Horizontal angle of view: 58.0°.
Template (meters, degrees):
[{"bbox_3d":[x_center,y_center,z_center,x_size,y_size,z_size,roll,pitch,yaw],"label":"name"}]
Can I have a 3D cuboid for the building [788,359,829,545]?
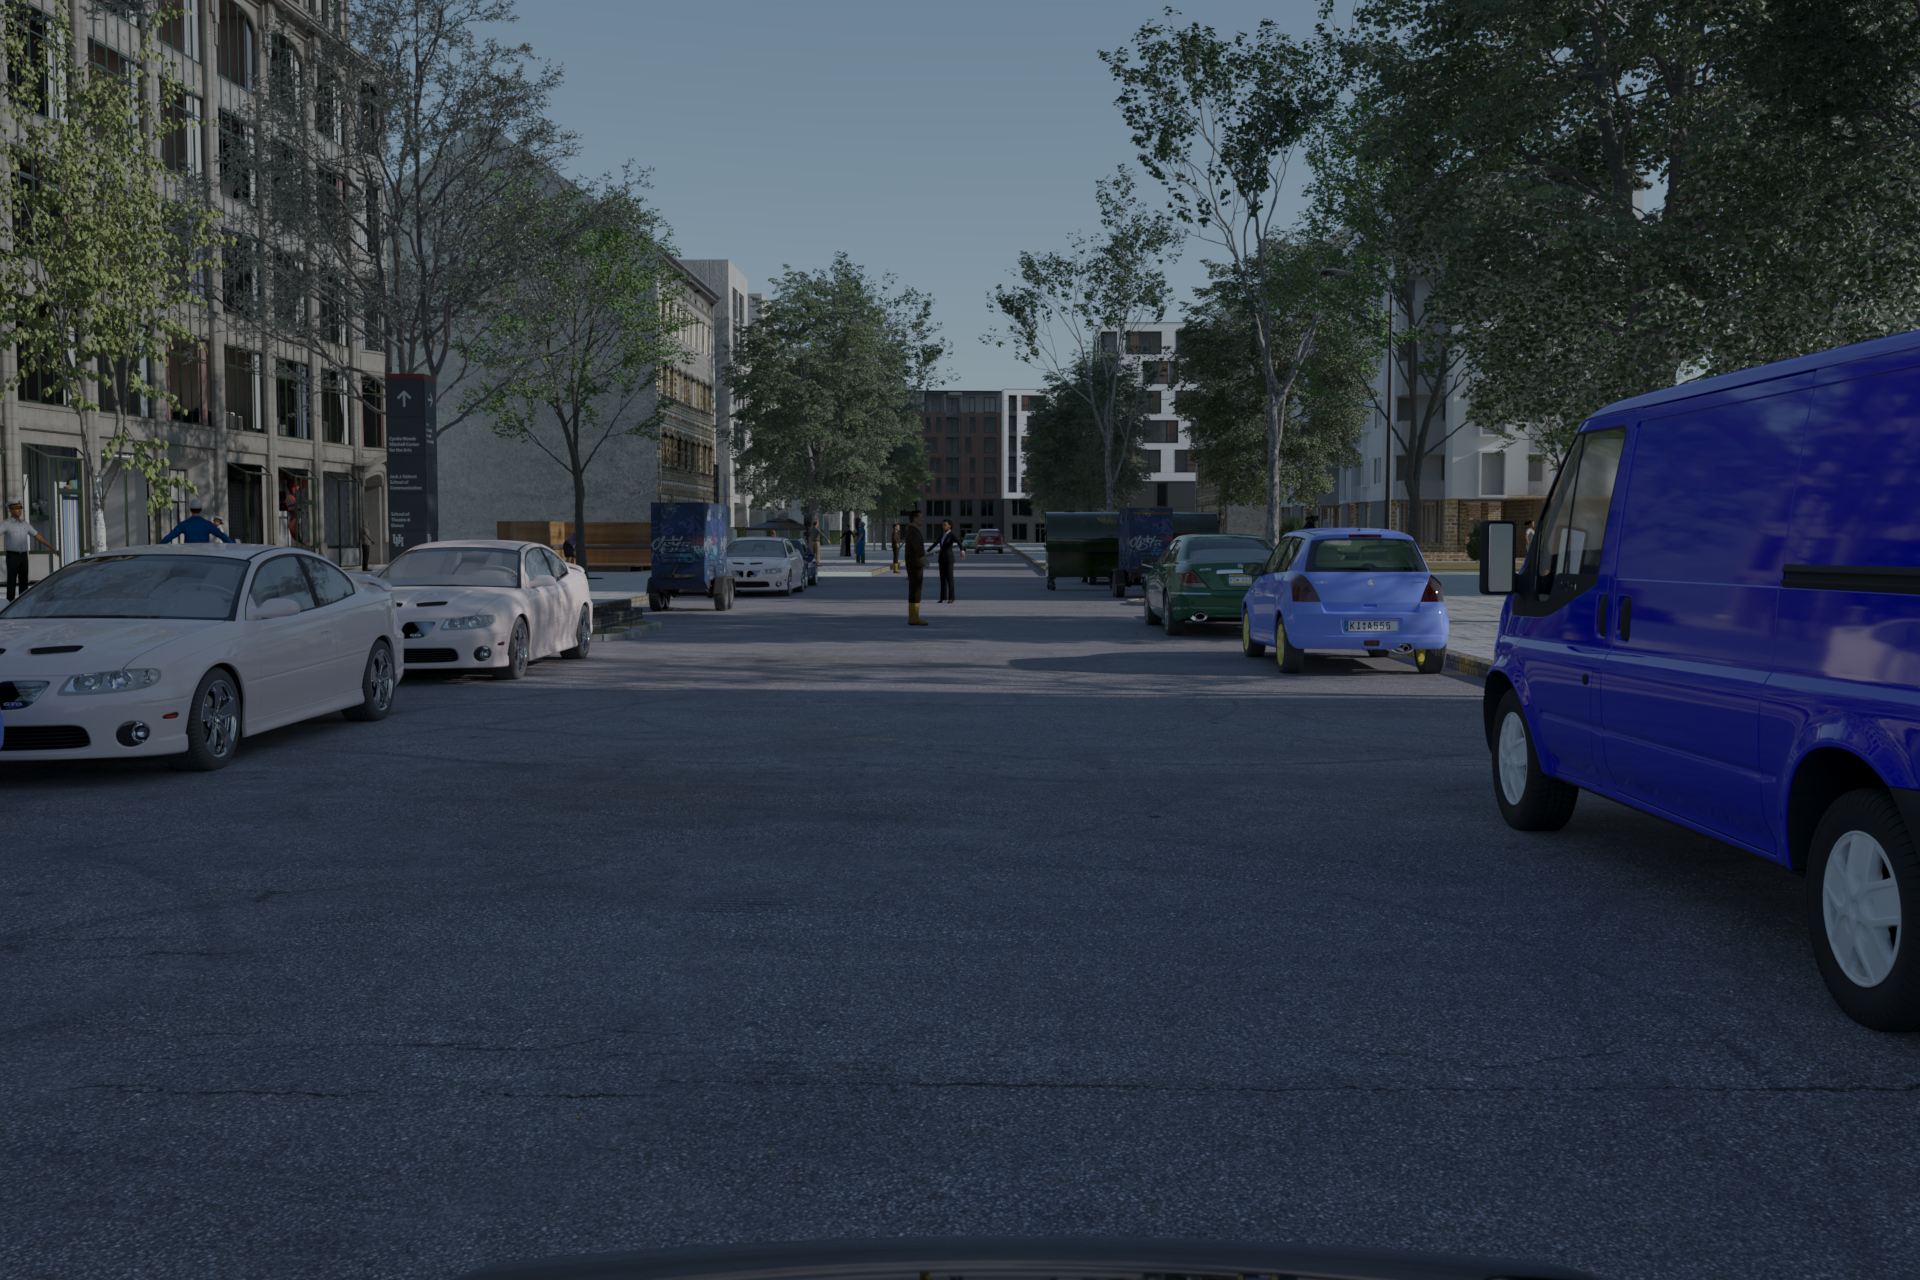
[{"bbox_3d":[-24.053,-19.813,190.402,16.747,18.905,31.486,0,4,0],"label":"building"}]

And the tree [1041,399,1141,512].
[{"bbox_3d":[9.426,-12.351,127.697,9.928,11.665,9.643,0,3,0],"label":"tree"}]

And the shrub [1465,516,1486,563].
[{"bbox_3d":[23.329,-4.471,77.149,1.661,2.075,1.752,0,3,0],"label":"shrub"}]

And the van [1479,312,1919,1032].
[{"bbox_3d":[3.565,-0.137,6.619,2.240,2.365,5.245,0,3,0],"label":"van"}]

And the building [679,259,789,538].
[{"bbox_3d":[-22.896,-15.977,127.674,16.747,18.905,31.486,0,4,1],"label":"building"}]

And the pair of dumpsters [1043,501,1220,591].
[{"bbox_3d":[4.343,-2.402,44.217,4.436,2.255,1.574,0,4,0],"label":"pair of dumpsters"}]

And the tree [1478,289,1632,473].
[{"bbox_3d":[25.092,-8.895,71.191,9.928,11.665,9.643,0,3,0],"label":"tree"}]

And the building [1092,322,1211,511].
[{"bbox_3d":[27.765,-20.749,183.214,27.936,21.610,32.646,0,4,1],"label":"building"}]

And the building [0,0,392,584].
[{"bbox_3d":[-28.909,-14.299,50.443,14.369,24.946,33.146,0,4,2],"label":"building"}]

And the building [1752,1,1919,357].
[{"bbox_3d":[28.682,-13.121,42.253,11.050,23.595,19.941,0,4,1],"label":"building"}]

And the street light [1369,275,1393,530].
[{"bbox_3d":[8.082,-3.541,30.432,1.470,5.913,1.316,0,4,1],"label":"street light"}]

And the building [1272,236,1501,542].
[{"bbox_3d":[25.277,-15.571,111.011,16.016,20.090,11.380,0,4,2],"label":"building"}]

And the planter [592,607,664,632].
[{"bbox_3d":[-5.528,-0.298,26.012,1.991,0.319,1.994,0,4,1],"label":"planter"}]

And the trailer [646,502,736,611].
[{"bbox_3d":[-5.062,-1.518,31.863,1.471,1.999,3.904,0,4,1],"label":"trailer"}]

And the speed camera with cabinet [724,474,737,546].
[{"bbox_3d":[-7.923,-3.897,58.052,0.660,3.252,2.038,0,4,1],"label":"speed camera with cabinet"}]

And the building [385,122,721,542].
[{"bbox_3d":[-25.130,-16.554,101.591,19.493,23.208,18.063,0,4,1],"label":"building"}]

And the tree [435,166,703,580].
[{"bbox_3d":[-10.905,-7.538,49.001,9.928,11.665,9.643,0,3,0],"label":"tree"}]

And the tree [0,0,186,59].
[{"bbox_3d":[-11.412,-6.294,13.277,12.009,13.543,11.850,0,3,0],"label":"tree"}]

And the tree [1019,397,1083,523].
[{"bbox_3d":[9.479,-15.026,152.323,9.857,13.997,8.962,0,3,0],"label":"tree"}]

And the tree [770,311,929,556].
[{"bbox_3d":[-6.657,-11.775,99.170,9.857,13.997,8.962,0,3,0],"label":"tree"}]

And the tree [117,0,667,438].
[{"bbox_3d":[-11.174,-7.619,34.935,12.009,13.543,11.850,0,3,0],"label":"tree"}]

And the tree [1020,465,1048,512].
[{"bbox_3d":[9.138,-14.085,164.708,7.601,10.594,8.767,0,4,-6],"label":"tree"}]

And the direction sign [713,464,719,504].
[{"bbox_3d":[-7.906,-3.929,56.239,0.379,3.537,0.876,0,4,2],"label":"direction sign"}]

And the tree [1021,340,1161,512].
[{"bbox_3d":[8.728,-12.781,115.630,9.857,13.997,8.962,0,3,0],"label":"tree"}]

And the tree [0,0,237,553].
[{"bbox_3d":[-11.288,-4.399,22.282,4.737,8.622,4.395,0,3,0],"label":"tree"}]

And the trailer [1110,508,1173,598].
[{"bbox_3d":[4.215,-2.018,40.041,1.471,1.999,3.904,0,4,0],"label":"trailer"}]

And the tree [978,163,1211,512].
[{"bbox_3d":[7.331,-14.404,91.402,12.611,20.169,13.585,0,3,0],"label":"tree"}]

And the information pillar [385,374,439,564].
[{"bbox_3d":[-8.935,-2.380,28.285,0.750,3.857,0.750,0,4,0],"label":"information pillar"}]

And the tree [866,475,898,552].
[{"bbox_3d":[-6.172,-10.797,126.895,4.360,8.622,3.978,0,3,0],"label":"tree"}]

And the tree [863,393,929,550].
[{"bbox_3d":[-6.085,-13.399,137.198,7.486,12.596,7.792,0,3,0],"label":"tree"}]

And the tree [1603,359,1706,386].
[{"bbox_3d":[25.400,-6.834,62.100,4.360,8.622,3.978,0,3,0],"label":"tree"}]

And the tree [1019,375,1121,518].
[{"bbox_3d":[9.431,-14.220,139.155,9.857,13.997,8.962,0,3,0],"label":"tree"}]

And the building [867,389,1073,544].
[{"bbox_3d":[2.863,-25.004,255.239,32.646,21.610,27.936,0,4,-5],"label":"building"}]

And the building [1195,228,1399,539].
[{"bbox_3d":[27.780,-18.152,127.713,19.493,23.208,18.063,0,4,1],"label":"building"}]

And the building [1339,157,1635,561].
[{"bbox_3d":[25.925,-14.500,93.501,16.016,20.090,11.380,0,4,1],"label":"building"}]

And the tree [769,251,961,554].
[{"bbox_3d":[-6.315,-15.817,114.505,12.611,20.169,13.585,0,3,0],"label":"tree"}]

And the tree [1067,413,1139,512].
[{"bbox_3d":[8.112,-9.456,104.960,4.360,8.622,3.978,0,3,0],"label":"tree"}]

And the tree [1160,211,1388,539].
[{"bbox_3d":[12.650,-10.005,70.230,9.857,13.997,8.962,0,3,0],"label":"tree"}]

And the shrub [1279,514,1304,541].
[{"bbox_3d":[12.283,-3.673,64.089,1.661,2.075,1.752,0,3,0],"label":"shrub"}]

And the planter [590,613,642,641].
[{"bbox_3d":[-5.499,-0.175,23.997,1.991,0.319,1.994,0,4,2],"label":"planter"}]

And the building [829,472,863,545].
[{"bbox_3d":[-22.348,-21.883,224.244,16.747,18.905,31.486,0,4,2],"label":"building"}]
